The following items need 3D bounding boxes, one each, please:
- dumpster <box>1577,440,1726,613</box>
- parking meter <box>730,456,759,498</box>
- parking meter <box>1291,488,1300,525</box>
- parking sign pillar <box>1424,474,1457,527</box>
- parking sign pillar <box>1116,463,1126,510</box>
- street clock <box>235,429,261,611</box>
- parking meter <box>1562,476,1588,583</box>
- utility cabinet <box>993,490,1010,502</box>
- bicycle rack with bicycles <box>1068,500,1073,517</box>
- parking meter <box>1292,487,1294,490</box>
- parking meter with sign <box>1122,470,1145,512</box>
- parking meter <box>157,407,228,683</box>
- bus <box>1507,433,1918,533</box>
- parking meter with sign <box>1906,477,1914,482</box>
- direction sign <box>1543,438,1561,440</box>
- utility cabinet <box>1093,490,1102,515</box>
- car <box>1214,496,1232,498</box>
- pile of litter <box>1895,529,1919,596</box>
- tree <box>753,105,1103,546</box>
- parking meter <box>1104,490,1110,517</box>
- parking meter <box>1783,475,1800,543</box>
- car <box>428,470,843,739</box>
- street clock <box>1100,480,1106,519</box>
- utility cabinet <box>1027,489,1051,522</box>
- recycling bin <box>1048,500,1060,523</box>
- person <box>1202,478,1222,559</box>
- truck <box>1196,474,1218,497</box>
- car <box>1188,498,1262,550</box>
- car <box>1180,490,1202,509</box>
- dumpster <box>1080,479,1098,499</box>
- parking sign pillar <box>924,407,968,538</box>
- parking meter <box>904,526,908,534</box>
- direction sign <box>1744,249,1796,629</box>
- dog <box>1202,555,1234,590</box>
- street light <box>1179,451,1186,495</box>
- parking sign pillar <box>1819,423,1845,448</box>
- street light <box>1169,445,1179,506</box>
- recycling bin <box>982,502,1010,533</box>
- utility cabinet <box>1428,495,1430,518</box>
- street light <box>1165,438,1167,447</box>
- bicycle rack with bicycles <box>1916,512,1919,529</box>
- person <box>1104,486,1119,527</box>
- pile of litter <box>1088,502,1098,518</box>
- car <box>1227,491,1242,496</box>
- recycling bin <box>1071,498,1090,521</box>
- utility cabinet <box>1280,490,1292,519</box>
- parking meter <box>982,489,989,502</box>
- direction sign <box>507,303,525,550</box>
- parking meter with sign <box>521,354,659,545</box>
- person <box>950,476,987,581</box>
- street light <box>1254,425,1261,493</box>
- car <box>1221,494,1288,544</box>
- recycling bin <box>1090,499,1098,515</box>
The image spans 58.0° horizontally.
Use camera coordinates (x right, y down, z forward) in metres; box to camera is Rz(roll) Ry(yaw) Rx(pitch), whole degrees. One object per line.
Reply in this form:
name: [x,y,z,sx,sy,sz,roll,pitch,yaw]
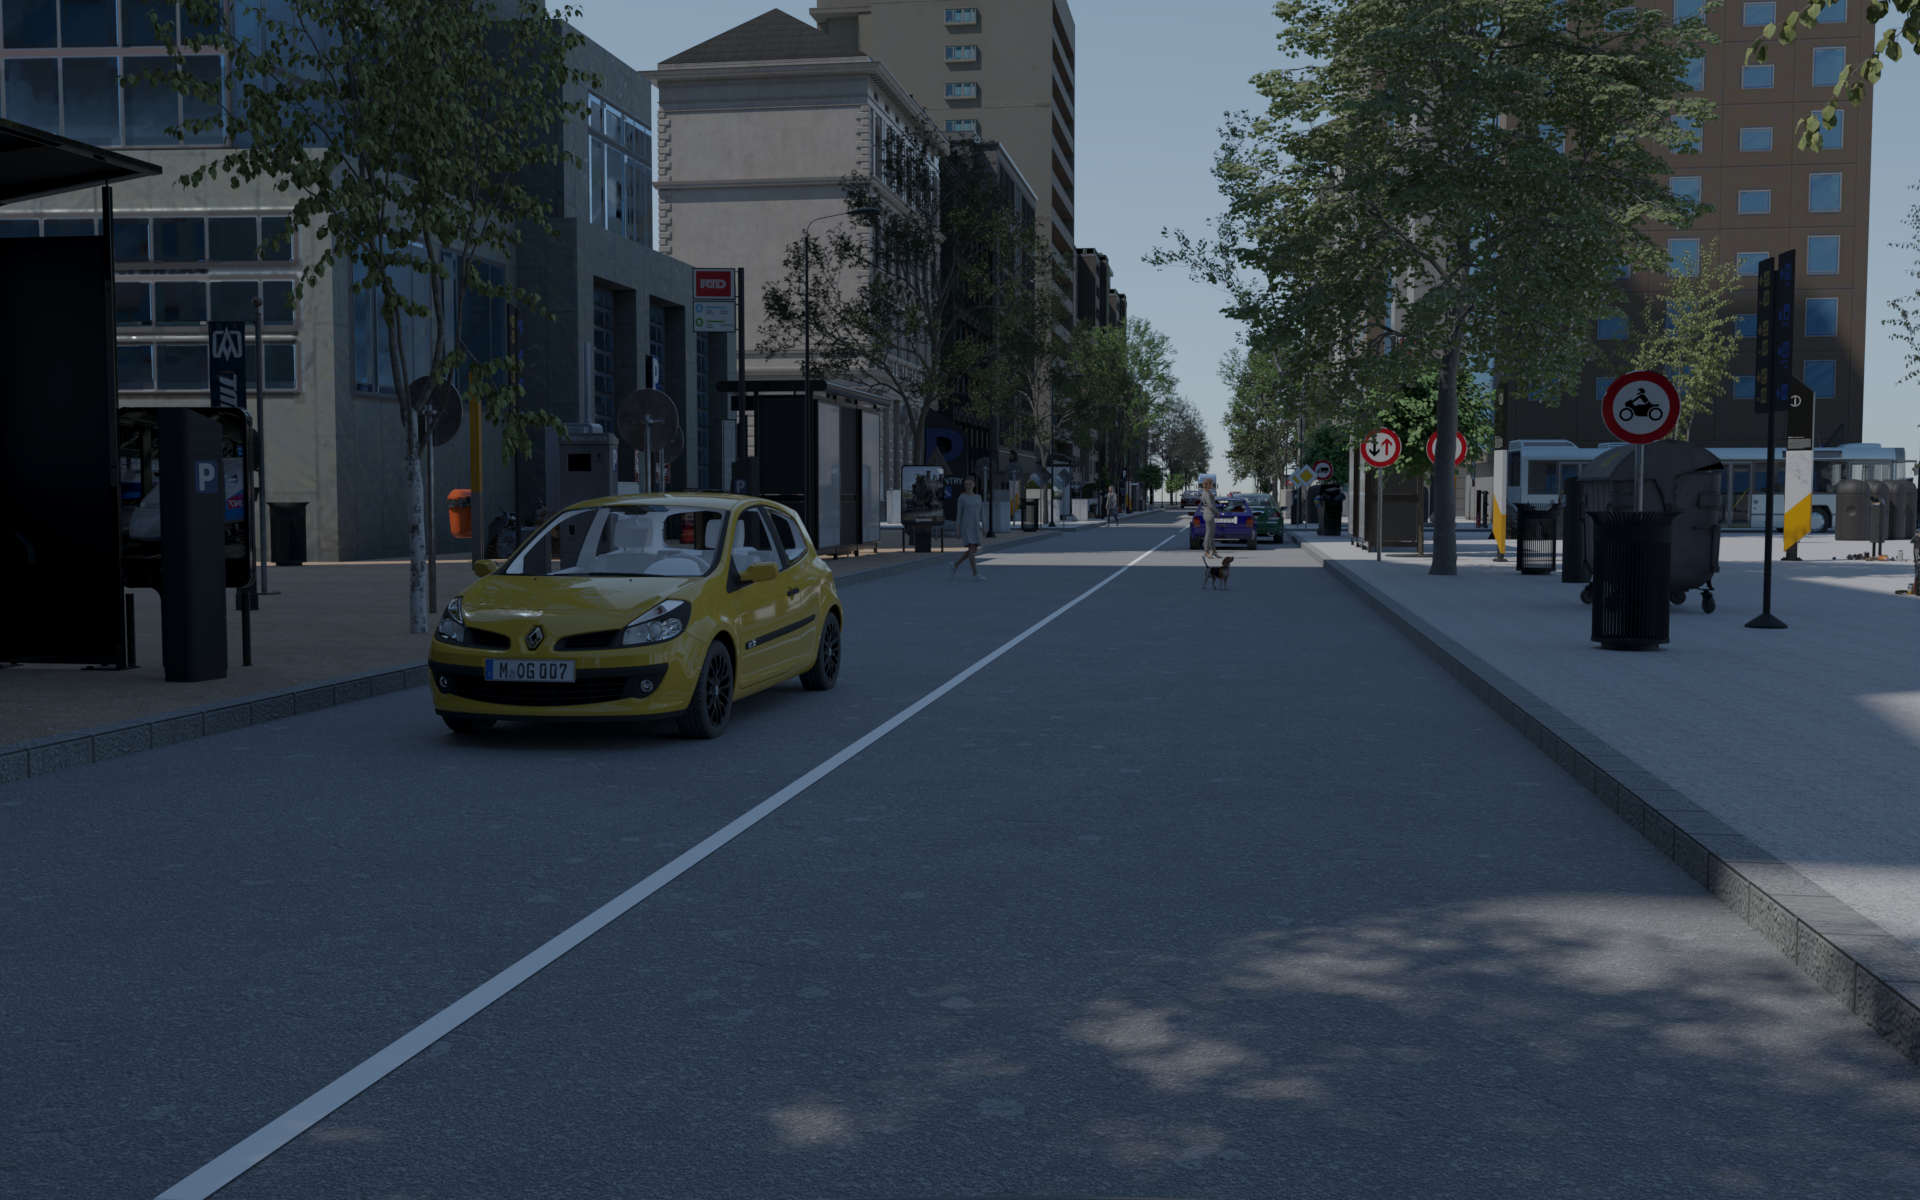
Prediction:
dumpster: [7.714,-0.833,19.371,1.264,1.857,1.865,1,4,9]
parking meter: [-3.351,-1.300,26.971,0.399,1.863,0.255,2,4,28]
parking meter: [14.085,-3.935,72.748,0.372,1.533,0.369,0,3,0]
parking sign pillar: [18.606,-4.825,67.365,1.447,3.967,1.447,0,4,6]
parking sign pillar: [12.941,-9.160,138.245,1.447,3.967,1.447,0,4,-3]
street clock: [-7.881,-0.888,19.087,0.358,2.002,0.471,-3,5,-41]
parking meter: [8.914,-1.018,25.049,0.372,1.533,0.369,0,3,0]
utility cabinet: [2.254,-5.015,90.675,1.173,1.500,0.318,-2,4,-29]
bicycle rack with bicycles: [5.709,-5.156,97.680,2.852,0.926,2.925,1,4,22]
parking meter: [22.822,-6.860,117.876,0.399,1.863,0.255,-1,4,-15]
parking meter with sign: [12.795,-8.029,127.540,1.738,3.016,0.543,3,4,36]
parking meter: [-5.278,-0.381,11.934,0.255,1.863,0.399,1,4,16]
bus: [25.611,-3.908,58.752,13.247,3.499,2.948,0,4,7]
parking meter with sign: [43.075,-5.065,79.069,0.543,3.016,1.738,-1,4,-21]
direction sign: [24.158,-4.819,70.784,0.379,3.537,0.876,-2,4,-29]
utility cabinet: [8.152,-5.709,102.016,0.318,1.500,1.173,-1,4,-12]
car: [11.854,-3.967,77.445,1.945,1.354,3.894,1,4,9]
pile of litter: [12.436,-0.475,21.735,1.176,0.858,1.719,1,4,22]
tree: [-1.222,-6.620,42.655,8.767,10.594,7.601,1,4,9]
parking meter: [8.075,-5.334,95.621,0.372,1.533,0.369,0,3,0]
parking meter: [21.847,-2.431,45.458,0.255,1.863,0.399,-1,4,-14]
car: [-2.012,-0.076,11.471,2.015,1.641,3.980,1,4,11]
street clock: [7.238,-5.087,87.736,0.358,2.002,0.471,0,4,2]
utility cabinet: [3.615,-4.275,78.577,1.173,1.500,0.318,0,4,-3]
recycling bin: [4.016,-3.893,76.197,0.722,1.027,0.722,0,4,0]
person: [5.633,-1.816,38.469,0.573,1.790,0.520,-1,4,-13]
truck: [33.782,-15.041,235.681,2.967,4.110,18.799,1,4,9]
car: [6.975,-2.025,45.685,1.945,1.354,3.894,1,4,10]
car: [23.145,-10.076,173.407,2.281,1.827,5.304,1,4,9]
dumpster: [8.427,-6.611,110.575,1.502,2.255,1.985,1,4,9]
parking sign pillar: [-0.418,-3.844,51.323,1.447,3.967,1.447,0,4,3]
parking meter: [-1.624,-3.087,56.183,0.399,1.863,0.255,1,4,18]
direction sign: [7.748,-1.501,16.538,0.379,3.537,0.876,0,4,6]
dog: [3.867,-0.411,26.002,0.540,0.507,0.406,1,4,17]
street light: [23.169,-13.041,185.753,1.470,5.913,1.316,1,4,9]
parking sign pillar: [33.076,-4.734,65.869,1.447,3.967,1.447,-3,4,-37]
street light: [19.725,-11.723,164.213,1.470,5.913,1.316,1,4,9]
recycling bin: [1.195,-2.720,57.019,0.722,1.027,0.722,2,4,27]
utility cabinet: [25.798,-5.083,94.272,1.020,1.237,0.306,3,5,44]
street light: [16.227,-10.396,142.515,1.470,5.913,1.316,1,4,9]
bicycle rack with bicycles: [35.968,-3.030,62.925,2.925,0.926,2.852,0,4,-7]
person: [6.668,-4.079,75.373,0.728,1.800,0.709,-2,4,-35]
pile of litter: [6.883,-4.770,91.947,1.176,0.858,1.719,-1,4,-14]
car: [35.995,-13.322,226.479,2.281,1.827,5.304,1,4,9]
recycling bin: [5.682,-4.241,81.889,0.722,1.027,0.722,0,4,4]
utility cabinet: [16.677,-4.862,88.174,0.318,1.500,1.173,2,4,33]
parking meter: [1.341,-5.070,91.301,0.372,1.533,0.369,0,3,0]
direction sign: [-5.383,-1.777,21.053,0.379,3.537,0.876,0,4,-4]
parking meter with sign: [-4.700,-1.567,21.884,1.738,3.016,0.543,0,4,-1]
person: [0.124,-1.199,28.861,0.760,1.731,0.466,2,4,30]
street light: [20.853,-8.847,117.187,1.470,5.913,1.316,1,4,9]
car: [8.701,-2.436,51.624,2.131,1.459,4.920,1,4,9]
recycling bin: [7.110,-5.017,94.586,0.722,1.027,0.722,-2,4,-30]
